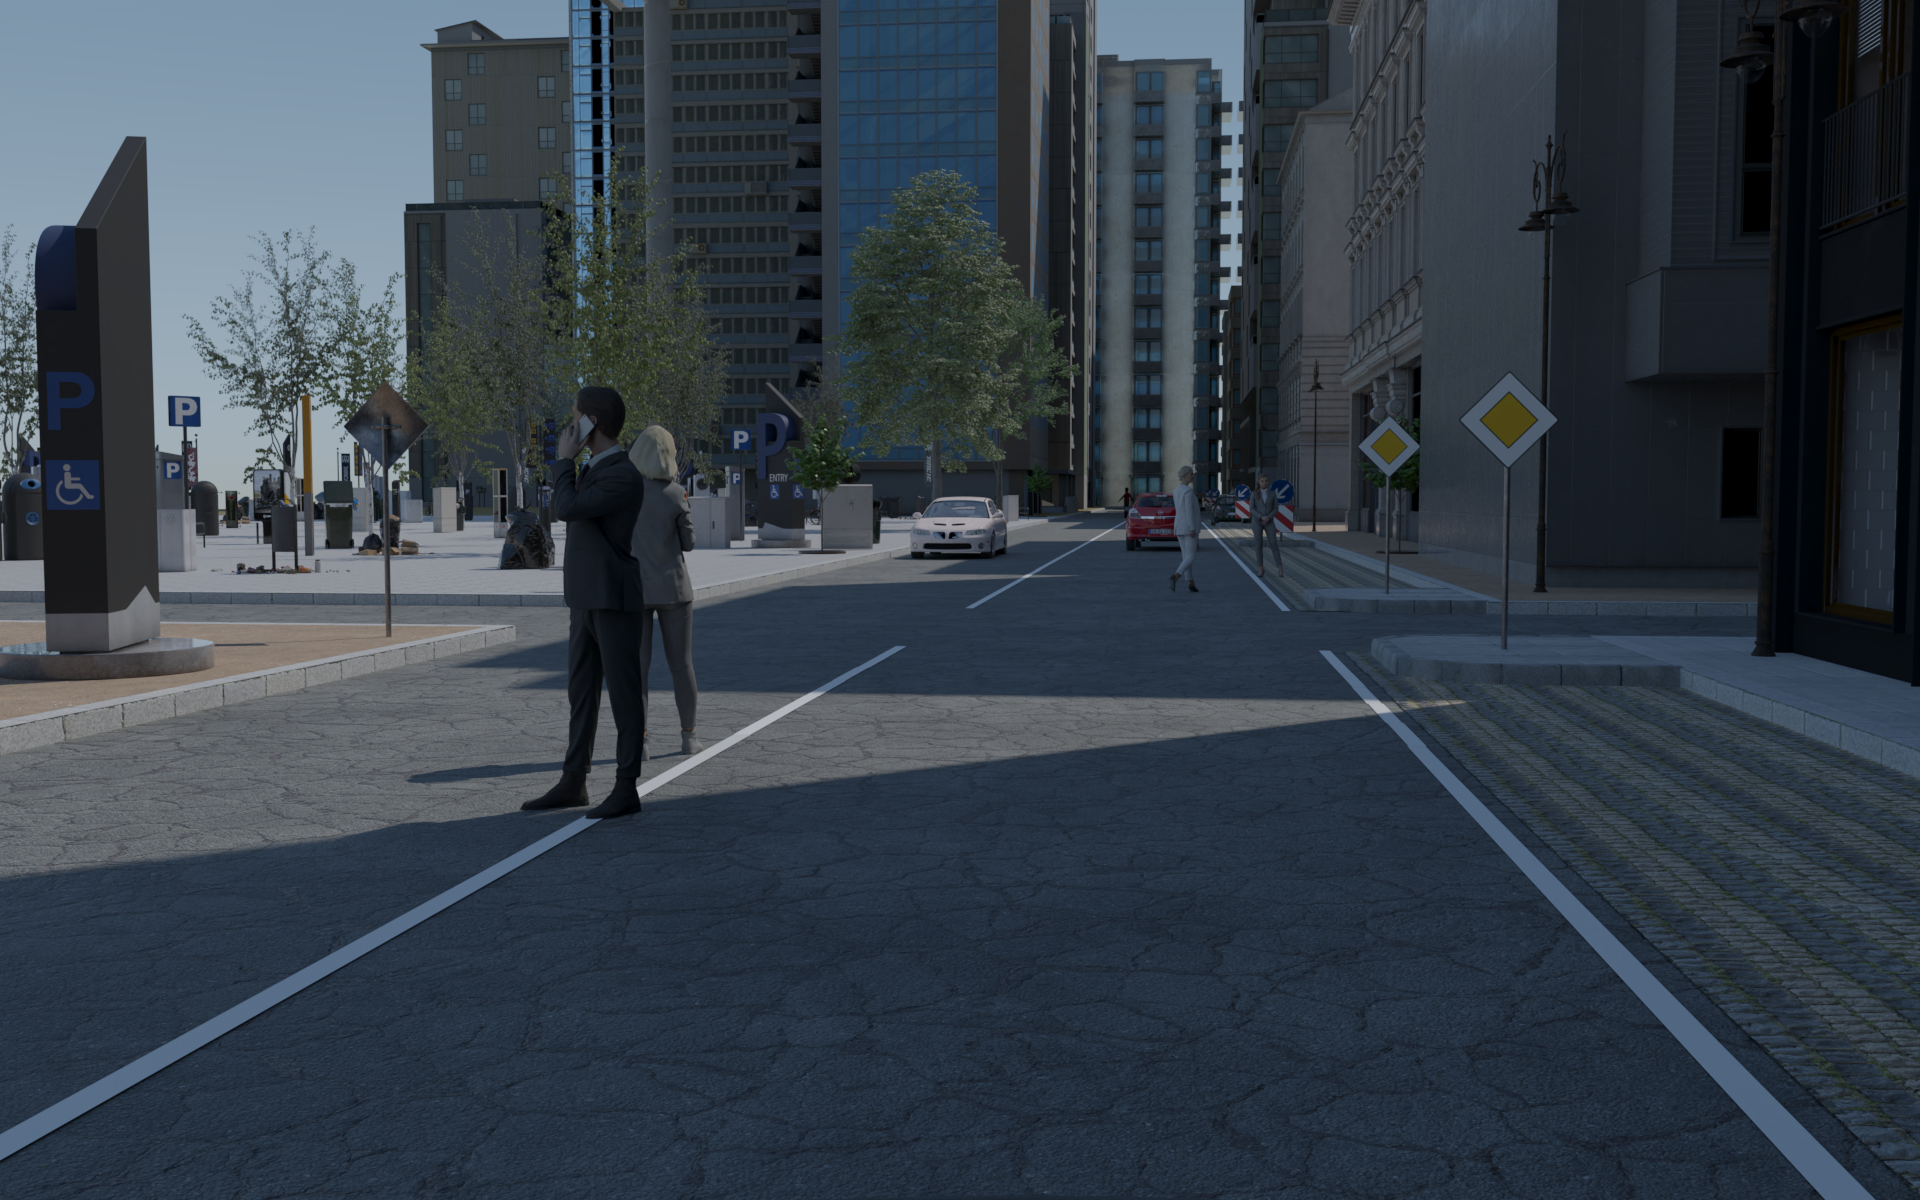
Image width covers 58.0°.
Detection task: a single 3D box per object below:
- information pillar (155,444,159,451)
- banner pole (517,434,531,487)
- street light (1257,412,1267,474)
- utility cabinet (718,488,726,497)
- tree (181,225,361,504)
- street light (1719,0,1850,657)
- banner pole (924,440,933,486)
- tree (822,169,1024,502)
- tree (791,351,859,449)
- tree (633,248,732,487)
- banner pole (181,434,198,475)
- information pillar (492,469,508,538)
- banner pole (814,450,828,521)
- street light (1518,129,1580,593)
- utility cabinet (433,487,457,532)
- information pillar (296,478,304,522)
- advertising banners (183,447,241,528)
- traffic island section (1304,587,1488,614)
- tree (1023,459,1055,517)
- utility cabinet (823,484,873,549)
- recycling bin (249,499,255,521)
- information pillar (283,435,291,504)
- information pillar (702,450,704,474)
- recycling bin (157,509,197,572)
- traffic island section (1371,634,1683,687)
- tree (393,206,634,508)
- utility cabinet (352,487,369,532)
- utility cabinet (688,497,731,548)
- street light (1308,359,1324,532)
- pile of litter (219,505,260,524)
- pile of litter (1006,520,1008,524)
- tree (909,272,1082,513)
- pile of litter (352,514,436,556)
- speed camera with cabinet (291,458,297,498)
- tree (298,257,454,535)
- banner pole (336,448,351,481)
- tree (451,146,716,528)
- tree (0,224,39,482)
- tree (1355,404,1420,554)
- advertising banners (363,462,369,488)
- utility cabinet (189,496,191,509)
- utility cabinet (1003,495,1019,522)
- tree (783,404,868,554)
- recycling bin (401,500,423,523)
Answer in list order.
[{"bbox_3d":[-37.762,-5.512,81.481,0.183,3.616,0.504,0,4,-8],"label":"information pillar"},{"bbox_3d":[-18.294,-5.051,72.605,0.863,3.779,0.401,2,4,27],"label":"banner pole"},{"bbox_3d":[16.688,-7.525,95.828,0.468,5.910,1.993,0,4,7],"label":"street light"},{"bbox_3d":[-8.651,-3.407,64.388,0.318,1.500,1.173,1,4,15],"label":"utility cabinet"},{"bbox_3d":[-18.354,-5.902,46.862,4.360,8.622,3.978,0,3,0],"label":"tree"},{"bbox_3d":[6.367,-2.493,13.548,0.468,5.910,1.993,0,4,7],"label":"street light"},{"bbox_3d":[-1.110,-4.809,68.649,0.863,3.779,0.401,3,4,38],"label":"banner pole"},{"bbox_3d":[-1.178,-8.753,61.246,7.486,12.596,7.792,0,3,0],"label":"tree"},{"bbox_3d":[-6.849,-8.398,87.673,4.360,8.622,3.978,0,3,0],"label":"tree"},{"bbox_3d":[-8.564,-6.193,51.626,4.360,8.622,3.978,0,3,0],"label":"tree"},{"bbox_3d":[-31.761,-4.990,71.605,0.401,3.779,0.863,3,5,42],"label":"banner pole"},{"bbox_3d":[-13.330,-2.798,50.235,0.304,2.012,0.304,3,5,41],"label":"information pillar"},{"bbox_3d":[-6.598,-5.694,83.109,0.863,3.779,0.401,-3,4,-36],"label":"banner pole"},{"bbox_3d":[7.583,-3.038,22.456,0.468,5.910,1.993,0,4,7],"label":"street light"},{"bbox_3d":[-17.186,-3.000,57.731,0.318,1.500,1.173,0,4,7],"label":"utility cabinet"},{"bbox_3d":[-30.631,-4.652,80.555,0.304,2.012,0.304,2,4,33],"label":"information pillar"},{"bbox_3d":[-28.009,-4.199,64.841,2.074,3.025,0.090,0,4,0],"label":"advertising banners"},{"bbox_3d":[5.506,0.001,22.260,2.009,0.180,2.903,0,4,7],"label":"traffic island section"},{"bbox_3d":[4.255,-6.227,96.413,1.663,3.219,1.824,0,3,0],"label":"tree"},{"bbox_3d":[-2.600,-1.902,39.782,1.173,1.500,0.318,0,4,-7],"label":"utility cabinet"},{"bbox_3d":[-33.493,-4.302,82.886,0.722,1.027,0.722,1,4,18],"label":"recycling bin"},{"bbox_3d":[-25.937,-4.615,66.810,0.183,3.616,0.504,0,4,7],"label":"information pillar"},{"bbox_3d":[-13.547,-6.121,91.426,0.183,3.616,0.504,-1,4,-12],"label":"information pillar"},{"bbox_3d":[-13.129,-0.988,28.700,0.722,1.027,0.722,0,4,-8],"label":"recycling bin"},{"bbox_3d":[4.522,0.486,14.336,2.009,0.180,2.903,0,4,7],"label":"traffic island section"},{"bbox_3d":[-11.374,-5.721,43.902,4.360,8.622,3.978,0,3,0],"label":"tree"},{"bbox_3d":[-20.337,-3.054,58.610,1.173,1.500,0.318,3,4,37],"label":"utility cabinet"},{"bbox_3d":[-5.964,-1.829,41.061,1.020,1.237,0.306,1,4,17],"label":"utility cabinet"},{"bbox_3d":[12.148,-5.287,59.229,0.468,5.910,1.993,0,4,7],"label":"street light"},{"bbox_3d":[-31.113,-3.713,74.671,1.719,0.858,1.176,-1,4,-17],"label":"pile of litter"},{"bbox_3d":[1.512,-3.671,73.993,1.176,0.858,1.719,0,4,8],"label":"pile of litter"},{"bbox_3d":[1.721,-9.571,82.246,9.928,11.665,9.643,0,3,0],"label":"tree"},{"bbox_3d":[-11.962,-1.388,36.652,1.719,0.858,1.176,-1,4,-16],"label":"pile of litter"},{"bbox_3d":[-36.118,-5.994,92.346,0.660,3.252,2.038,2,4,31],"label":"speed camera with cabinet"},{"bbox_3d":[-18.385,-6.320,53.689,4.737,8.622,4.395,0,3,0],"label":"tree"},{"bbox_3d":[-33.308,-6.329,93.493,0.863,3.779,0.401,-2,4,-25],"label":"banner pole"},{"bbox_3d":[-7.624,-5.341,37.686,4.737,8.622,4.395,0,3,0],"label":"tree"},{"bbox_3d":[-26.164,-5.988,48.260,4.360,8.622,3.978,0,3,0],"label":"tree"},{"bbox_3d":[9.527,-2.626,37.542,1.663,3.219,1.824,0,3,0],"label":"tree"},{"bbox_3d":[-31.766,-5.990,94.120,2.074,3.025,0.090,2,4,35],"label":"advertising banners"},{"bbox_3d":[-25.788,-2.866,58.023,0.306,1.237,1.020,-1,4,-13],"label":"utility cabinet"},{"bbox_3d":[2.371,-4.280,81.133,0.306,1.237,1.020,2,4,30],"label":"utility cabinet"},{"bbox_3d":[-3.039,-2.616,37.366,1.663,3.219,1.824,0,3,0],"label":"tree"},{"bbox_3d":[-24.475,-3.961,77.318,0.722,1.027,0.722,-3,5,-39],"label":"recycling bin"}]
